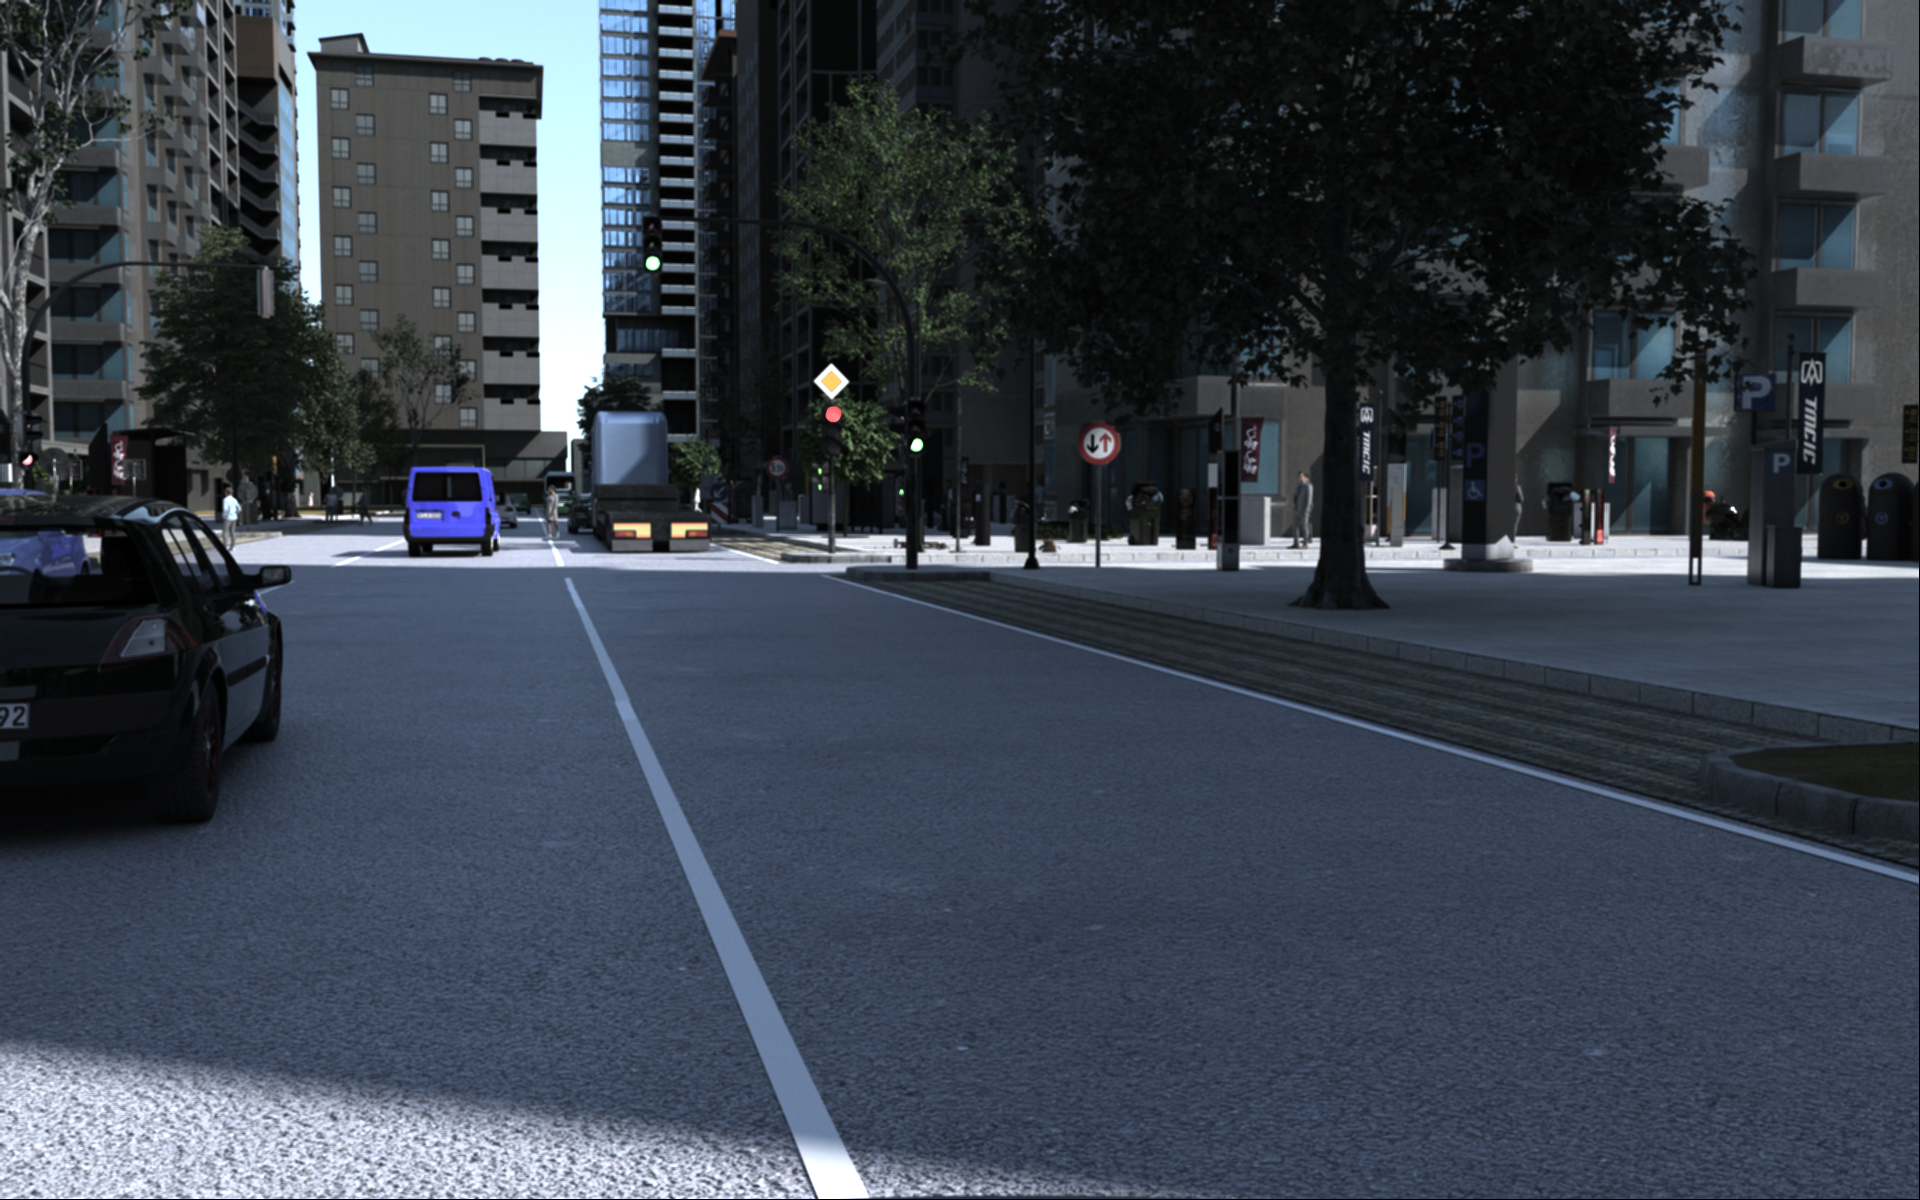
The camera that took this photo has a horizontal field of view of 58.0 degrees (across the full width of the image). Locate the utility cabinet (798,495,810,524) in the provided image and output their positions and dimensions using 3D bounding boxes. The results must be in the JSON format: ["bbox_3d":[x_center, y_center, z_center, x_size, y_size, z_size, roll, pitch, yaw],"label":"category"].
[{"bbox_3d":[-6.379,-3.882,74.634,1.020,1.237,0.306,-1,4,-19],"label":"utility cabinet"}]

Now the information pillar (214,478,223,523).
[{"bbox_3d":[-33.446,-4.505,78.146,0.304,2.012,0.304,-3,4,-36],"label":"information pillar"}]

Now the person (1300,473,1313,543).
[{"bbox_3d":[9.044,-2.422,45.453,0.447,1.846,0.655,0,4,6],"label":"person"}]

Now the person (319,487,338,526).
[{"bbox_3d":[-27.773,-4.094,76.116,0.731,1.740,0.598,-2,4,-35],"label":"person"}]

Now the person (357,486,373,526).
[{"bbox_3d":[-26.864,-4.249,78.152,0.728,1.800,0.709,-1,4,-19],"label":"person"}]

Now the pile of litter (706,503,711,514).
[{"bbox_3d":[-13.081,-4.596,89.106,1.176,0.858,1.719,-1,4,-12],"label":"pile of litter"}]

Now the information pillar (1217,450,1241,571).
[{"bbox_3d":[4.486,-1.496,28.953,0.304,2.012,0.304,-1,4,-10],"label":"information pillar"}]

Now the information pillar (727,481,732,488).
[{"bbox_3d":[-13.019,-5.687,97.481,0.304,2.012,0.304,3,4,39],"label":"information pillar"}]

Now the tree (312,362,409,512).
[{"bbox_3d":[-42.365,-11.451,121.635,7.601,10.594,8.767,-1,4,-19],"label":"tree"}]

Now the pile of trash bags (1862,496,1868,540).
[{"bbox_3d":[25.939,-2.426,49.414,1.912,1.369,3.447,3,5,42],"label":"pile of trash bags"}]

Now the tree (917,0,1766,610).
[{"bbox_3d":[4.227,-6.260,19.362,9.611,12.733,9.660,0,3,0],"label":"tree"}]

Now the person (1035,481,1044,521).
[{"bbox_3d":[3.365,-4.133,73.486,0.748,1.841,0.638,-3,5,-43],"label":"person"}]

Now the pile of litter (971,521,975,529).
[{"bbox_3d":[0.250,-3.032,63.545,1.176,0.858,1.719,1,4,20],"label":"pile of litter"}]

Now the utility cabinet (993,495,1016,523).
[{"bbox_3d":[1.970,-4.029,77.032,1.020,1.237,0.306,2,4,34],"label":"utility cabinet"}]

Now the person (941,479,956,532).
[{"bbox_3d":[-0.304,-3.168,58.191,0.623,1.781,0.721,0,4,-7],"label":"person"}]

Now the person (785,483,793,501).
[{"bbox_3d":[-7.932,-4.548,80.591,0.526,1.800,0.537,-1,4,-19],"label":"person"}]

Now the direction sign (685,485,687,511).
[{"bbox_3d":[-15.995,-6.673,101.102,0.379,3.537,0.876,0,4,0],"label":"direction sign"}]

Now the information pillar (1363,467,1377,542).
[{"bbox_3d":[10.998,-2.561,46.365,0.304,2.012,0.304,-3,4,-36],"label":"information pillar"}]

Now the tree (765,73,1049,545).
[{"bbox_3d":[-1.291,-7.238,44.099,9.928,11.665,9.643,0,3,0],"label":"tree"}]

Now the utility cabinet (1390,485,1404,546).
[{"bbox_3d":[10.727,-2.074,42.586,0.318,1.500,1.173,1,4,14],"label":"utility cabinet"}]

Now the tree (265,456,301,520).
[{"bbox_3d":[-33.139,-5.555,85.430,1.663,3.219,1.824,0,3,0],"label":"tree"}]

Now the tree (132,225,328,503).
[{"bbox_3d":[-31.117,-9.531,73.956,7.486,12.596,7.792,0,3,0],"label":"tree"}]

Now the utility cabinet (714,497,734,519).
[{"bbox_3d":[-10.726,-4.137,78.806,0.306,1.237,1.020,2,4,35],"label":"utility cabinet"}]

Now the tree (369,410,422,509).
[{"bbox_3d":[-48.643,-12.127,148.638,4.360,8.622,3.978,0,3,0],"label":"tree"}]

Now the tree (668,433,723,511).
[{"bbox_3d":[-14.302,-6.681,92.952,4.285,4.588,4.351,0,3,0],"label":"tree"}]

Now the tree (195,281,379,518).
[{"bbox_3d":[-36.196,-10.769,93.077,9.611,12.733,9.660,0,3,0],"label":"tree"}]

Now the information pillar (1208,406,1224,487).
[{"bbox_3d":[6.876,-3.371,46.464,0.183,3.616,0.504,-3,5,-40],"label":"information pillar"}]

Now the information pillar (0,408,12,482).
[{"bbox_3d":[-26.007,-3.417,47.222,0.504,3.616,0.183,3,4,37],"label":"information pillar"}]

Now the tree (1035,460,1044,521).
[{"bbox_3d":[4.499,-5.352,82.102,1.663,3.219,1.824,0,3,0],"label":"tree"}]

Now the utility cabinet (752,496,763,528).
[{"bbox_3d":[-7.665,-3.333,65.655,0.306,1.237,1.020,-1,4,-16],"label":"utility cabinet"}]

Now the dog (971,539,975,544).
[{"bbox_3d":[0.448,-1.641,44.570,0.550,0.427,0.748,1,4,16],"label":"dog"}]

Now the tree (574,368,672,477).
[{"bbox_3d":[-34.294,-16.457,175.721,9.857,13.997,8.962,0,3,0],"label":"tree"}]

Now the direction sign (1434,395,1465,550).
[{"bbox_3d":[11.275,-2.935,39.978,0.379,3.537,0.876,-2,4,-31],"label":"direction sign"}]

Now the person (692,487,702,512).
[{"bbox_3d":[-14.524,-5.507,95.967,0.818,1.842,0.514,-2,4,-25],"label":"person"}]

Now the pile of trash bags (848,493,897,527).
[{"bbox_3d":[-3.518,-3.583,68.342,1.912,1.369,3.447,-3,4,-38],"label":"pile of trash bags"}]

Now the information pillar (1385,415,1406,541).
[{"bbox_3d":[11.814,-3.398,46.912,0.504,3.616,0.183,2,4,24],"label":"information pillar"}]

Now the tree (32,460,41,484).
[{"bbox_3d":[-32.844,-4.064,61.050,1.663,3.219,1.824,0,3,0],"label":"tree"}]

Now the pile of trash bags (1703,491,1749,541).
[{"bbox_3d":[21.837,-2.386,48.770,1.912,1.369,3.447,-1,4,-12],"label":"pile of trash bags"}]

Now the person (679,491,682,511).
[{"bbox_3d":[-17.611,-6.206,108.081,0.480,1.755,0.524,-1,4,-16],"label":"person"}]

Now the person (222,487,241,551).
[{"bbox_3d":[-18.490,-2.051,43.842,0.330,1.601,0.589,2,4,29],"label":"person"}]

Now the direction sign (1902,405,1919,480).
[{"bbox_3d":[24.383,-3.179,43.967,0.876,3.537,0.379,1,4,14],"label":"direction sign"}]

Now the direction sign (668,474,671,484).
[{"bbox_3d":[-17.765,-6.956,105.719,0.379,3.537,0.876,0,4,4],"label":"direction sign"}]

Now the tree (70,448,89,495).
[{"bbox_3d":[-37.452,-4.817,73.356,1.663,3.219,1.824,0,3,0],"label":"tree"}]

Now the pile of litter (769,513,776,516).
[{"bbox_3d":[-10.524,-5.462,103.267,1.719,0.858,1.176,3,4,37],"label":"pile of litter"}]

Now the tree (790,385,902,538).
[{"bbox_3d":[-3.383,-4.125,51.160,4.285,4.588,4.351,0,3,0],"label":"tree"}]

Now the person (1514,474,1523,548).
[{"bbox_3d":[13.134,-2.128,41.111,0.520,1.790,0.573,2,4,31],"label":"person"}]

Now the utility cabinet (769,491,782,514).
[{"bbox_3d":[-11.469,-6.045,107.508,0.318,1.500,1.173,-2,4,-32],"label":"utility cabinet"}]

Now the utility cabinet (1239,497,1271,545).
[{"bbox_3d":[7.357,-1.993,43.752,0.306,1.237,1.020,-3,5,-43],"label":"utility cabinet"}]

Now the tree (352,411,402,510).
[{"bbox_3d":[-46.920,-11.471,137.919,4.737,8.622,4.395,0,3,0],"label":"tree"}]

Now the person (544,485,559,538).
[{"bbox_3d":[-13.247,-2.874,56.247,0.466,1.731,0.760,0,4,-1],"label":"person"}]

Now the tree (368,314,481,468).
[{"bbox_3d":[-56.494,-19.859,180.575,12.611,20.169,13.585,0,3,0],"label":"tree"}]

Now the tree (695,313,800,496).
[{"bbox_3d":[-8.348,-7.343,70.422,4.360,8.622,3.978,0,3,0],"label":"tree"}]

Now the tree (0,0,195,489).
[{"bbox_3d":[-23.355,-11.292,40.512,12.611,20.169,13.585,0,3,0],"label":"tree"}]
